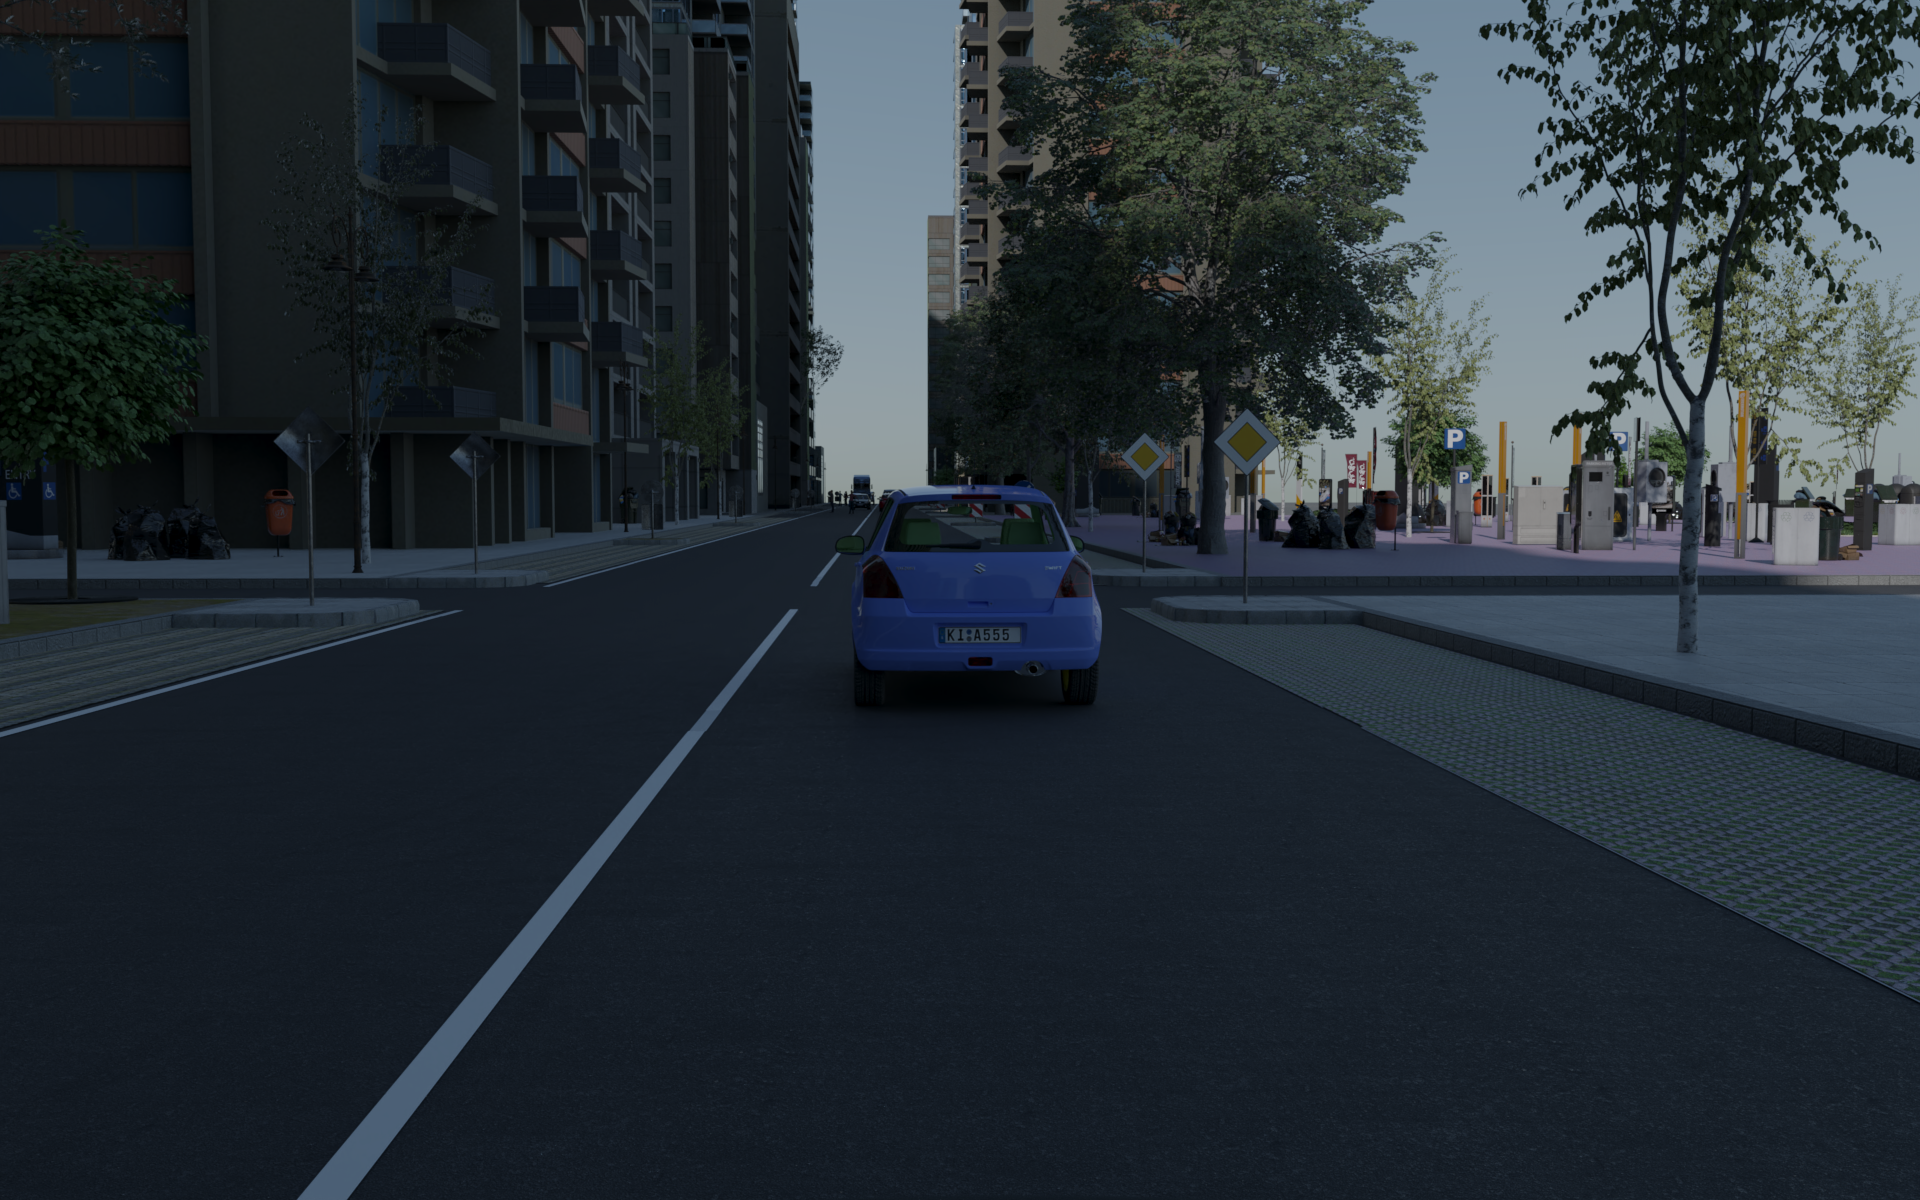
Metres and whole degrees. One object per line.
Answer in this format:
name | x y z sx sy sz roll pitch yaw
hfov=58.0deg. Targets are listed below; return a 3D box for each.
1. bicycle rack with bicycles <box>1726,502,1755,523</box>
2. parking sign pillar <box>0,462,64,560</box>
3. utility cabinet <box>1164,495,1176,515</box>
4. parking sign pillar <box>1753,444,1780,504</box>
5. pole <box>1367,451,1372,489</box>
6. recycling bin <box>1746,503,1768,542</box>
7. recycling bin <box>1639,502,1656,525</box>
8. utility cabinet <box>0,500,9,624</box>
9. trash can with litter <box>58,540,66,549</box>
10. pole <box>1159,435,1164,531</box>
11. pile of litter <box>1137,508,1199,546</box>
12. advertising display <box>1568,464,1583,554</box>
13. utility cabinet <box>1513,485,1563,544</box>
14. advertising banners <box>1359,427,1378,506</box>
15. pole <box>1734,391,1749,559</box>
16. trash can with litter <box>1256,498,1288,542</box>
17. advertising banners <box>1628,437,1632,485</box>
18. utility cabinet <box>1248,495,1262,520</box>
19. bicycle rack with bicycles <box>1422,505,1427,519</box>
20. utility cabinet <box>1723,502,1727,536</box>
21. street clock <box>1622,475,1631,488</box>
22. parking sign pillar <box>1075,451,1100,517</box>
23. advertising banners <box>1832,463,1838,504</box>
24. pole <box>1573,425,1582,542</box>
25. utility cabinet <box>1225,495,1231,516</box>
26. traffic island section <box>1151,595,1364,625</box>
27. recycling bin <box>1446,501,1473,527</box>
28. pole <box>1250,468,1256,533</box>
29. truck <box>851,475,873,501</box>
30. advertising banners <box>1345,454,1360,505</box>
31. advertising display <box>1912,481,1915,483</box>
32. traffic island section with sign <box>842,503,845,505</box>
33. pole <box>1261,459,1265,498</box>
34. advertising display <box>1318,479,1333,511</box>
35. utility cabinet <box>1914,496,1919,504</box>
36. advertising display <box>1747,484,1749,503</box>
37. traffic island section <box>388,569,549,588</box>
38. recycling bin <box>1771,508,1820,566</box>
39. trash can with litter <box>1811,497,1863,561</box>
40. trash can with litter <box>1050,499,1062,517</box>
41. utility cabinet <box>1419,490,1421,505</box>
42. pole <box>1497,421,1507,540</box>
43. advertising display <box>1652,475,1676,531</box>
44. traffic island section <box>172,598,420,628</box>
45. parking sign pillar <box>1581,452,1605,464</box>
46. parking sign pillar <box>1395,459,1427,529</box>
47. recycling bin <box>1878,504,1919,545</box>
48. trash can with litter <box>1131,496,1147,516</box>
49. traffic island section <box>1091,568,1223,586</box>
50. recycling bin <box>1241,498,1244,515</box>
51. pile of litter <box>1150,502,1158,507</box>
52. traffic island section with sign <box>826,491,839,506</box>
bicycle rack with bicycles | 34.620 -3.927 77.582 2.925 0.926 2.852 -2 4 -24
parking sign pillar | -18.714 -2.814 34.479 1.447 3.967 1.447 1 4 11
utility cabinet | 11.942 -5.383 99.167 1.020 1.237 0.306 2 4 35
parking sign pillar | 43.556 -6.426 93.541 1.447 3.967 1.447 -2 4 -26
pole | 19.530 -5.433 82.676 0.158 3.312 0.155 0 3 0
recycling bin | 21.621 -2.114 47.115 0.722 1.027 0.722 3 5 41
recycling bin | 28.696 -3.634 71.978 0.722 1.027 0.722 2 4 33
utility cabinet | -9.842 -0.382 17.410 0.306 1.237 1.020 -3 5 -39
trash can with litter | -19.668 -1.569 37.043 1.055 1.170 0.624 -2 4 -32
pole | 6.927 -4.017 59.528 0.158 3.312 0.155 0 3 0
pile of litter | 5.486 -1.800 43.391 1.719 0.858 1.176 -2 4 -35
advertising display | 13.407 -1.988 37.711 0.123 1.923 0.974 1 4 12
utility cabinet | 14.597 -2.144 43.732 1.173 1.500 0.318 0 4 -6
advertising banners | 10.898 -3.051 46.077 0.090 3.025 2.074 0 4 6
pole | 15.468 -2.472 34.268 0.158 3.312 0.155 0 3 0
trash can with litter | 8.528 -2.168 46.838 0.624 1.170 1.055 -3 5 -39
advertising banners | 20.049 -3.426 52.207 0.090 3.025 2.074 2 4 30
utility cabinet | 14.654 -4.619 86.676 1.020 1.237 0.306 -2 4 -35
bicycle rack with bicycles | 21.498 -4.235 82.618 2.852 0.926 2.925 -3 5 -41
utility cabinet | 22.986 -2.568 53.142 0.306 1.237 1.020 -2 4 -30
street clock | 25.208 -3.729 65.537 0.358 2.002 0.471 0 4 7
parking sign pillar | 7.079 -6.611 96.569 1.447 3.967 1.447 -1 4 -9
advertising banners | 47.244 -5.952 93.505 0.090 3.025 2.074 1 4 21
pole | 15.509 -3.041 43.570 0.158 3.312 0.155 0 3 0
utility cabinet | 15.556 -5.602 102.761 1.020 1.237 0.306 -2 4 -24
traffic island section | 3.368 0.118 20.347 2.009 0.180 2.903 0 4 -2
recycling bin | 19.297 -3.326 66.931 0.722 1.027 0.722 -2 4 -25
pole | 9.722 -3.888 57.407 0.158 3.312 0.155 0 3 0
truck | -14.049 -15.734 247.009 2.967 4.110 18.799 0 4 -4
advertising banners | 17.713 -4.821 75.009 2.074 3.025 0.090 1 4 9
advertising display | 46.583 -4.912 85.527 0.123 1.923 0.974 -3 5 -43
traffic island section with sign | -16.710 -13.930 236.386 1.989 1.847 2.006 0 4 -2
pole | 17.143 -6.363 97.884 0.158 3.312 0.155 0 3 0
advertising display | 15.389 -4.143 72.945 0.123 1.923 0.974 -1 4 -17
utility cabinet | 33.917 -3.068 61.325 0.306 1.237 1.020 2 4 30
advertising display | 48.419 -6.137 105.551 0.974 1.923 0.123 2 4 31
traffic island section | -7.804 -0.342 27.870 2.009 0.180 2.903 0 4 -2
recycling bin | 15.146 -1.153 31.403 0.722 1.027 0.722 1 4 22
trash can with litter | 16.943 -1.357 33.579 1.055 1.170 0.624 -1 4 -22
trash can with litter | 4.638 -4.510 85.118 1.055 1.170 0.624 1 4 18
utility cabinet | 22.418 -4.754 86.411 0.318 1.500 1.173 -3 4 -38
pole | 15.242 -3.355 48.690 0.158 3.312 0.155 0 3 0
advertising display | 24.215 -3.336 59.762 0.123 1.923 0.974 -2 4 -33
traffic island section | -7.464 0.146 19.892 2.009 0.180 2.903 0 4 -2
parking sign pillar | 31.048 -5.914 85.161 1.447 3.967 1.447 3 4 38
parking sign pillar | 16.721 -4.668 64.798 1.447 3.967 1.447 -1 4 -8
recycling bin | 23.641 -1.897 43.562 0.722 1.027 0.722 0 4 -7
trash can with litter | 10.543 -5.508 101.444 1.055 1.170 0.624 0 4 -2
traffic island section | 3.028 -0.370 28.325 2.009 0.180 2.903 0 4 -2
recycling bin | 17.391 -5.600 104.115 0.722 1.027 0.722 3 5 42
pile of litter | 10.395 -4.906 94.181 1.719 0.858 1.176 0 4 -3
traffic island section with sign | -15.529 -12.230 208.587 1.989 1.847 2.006 0 4 -2
